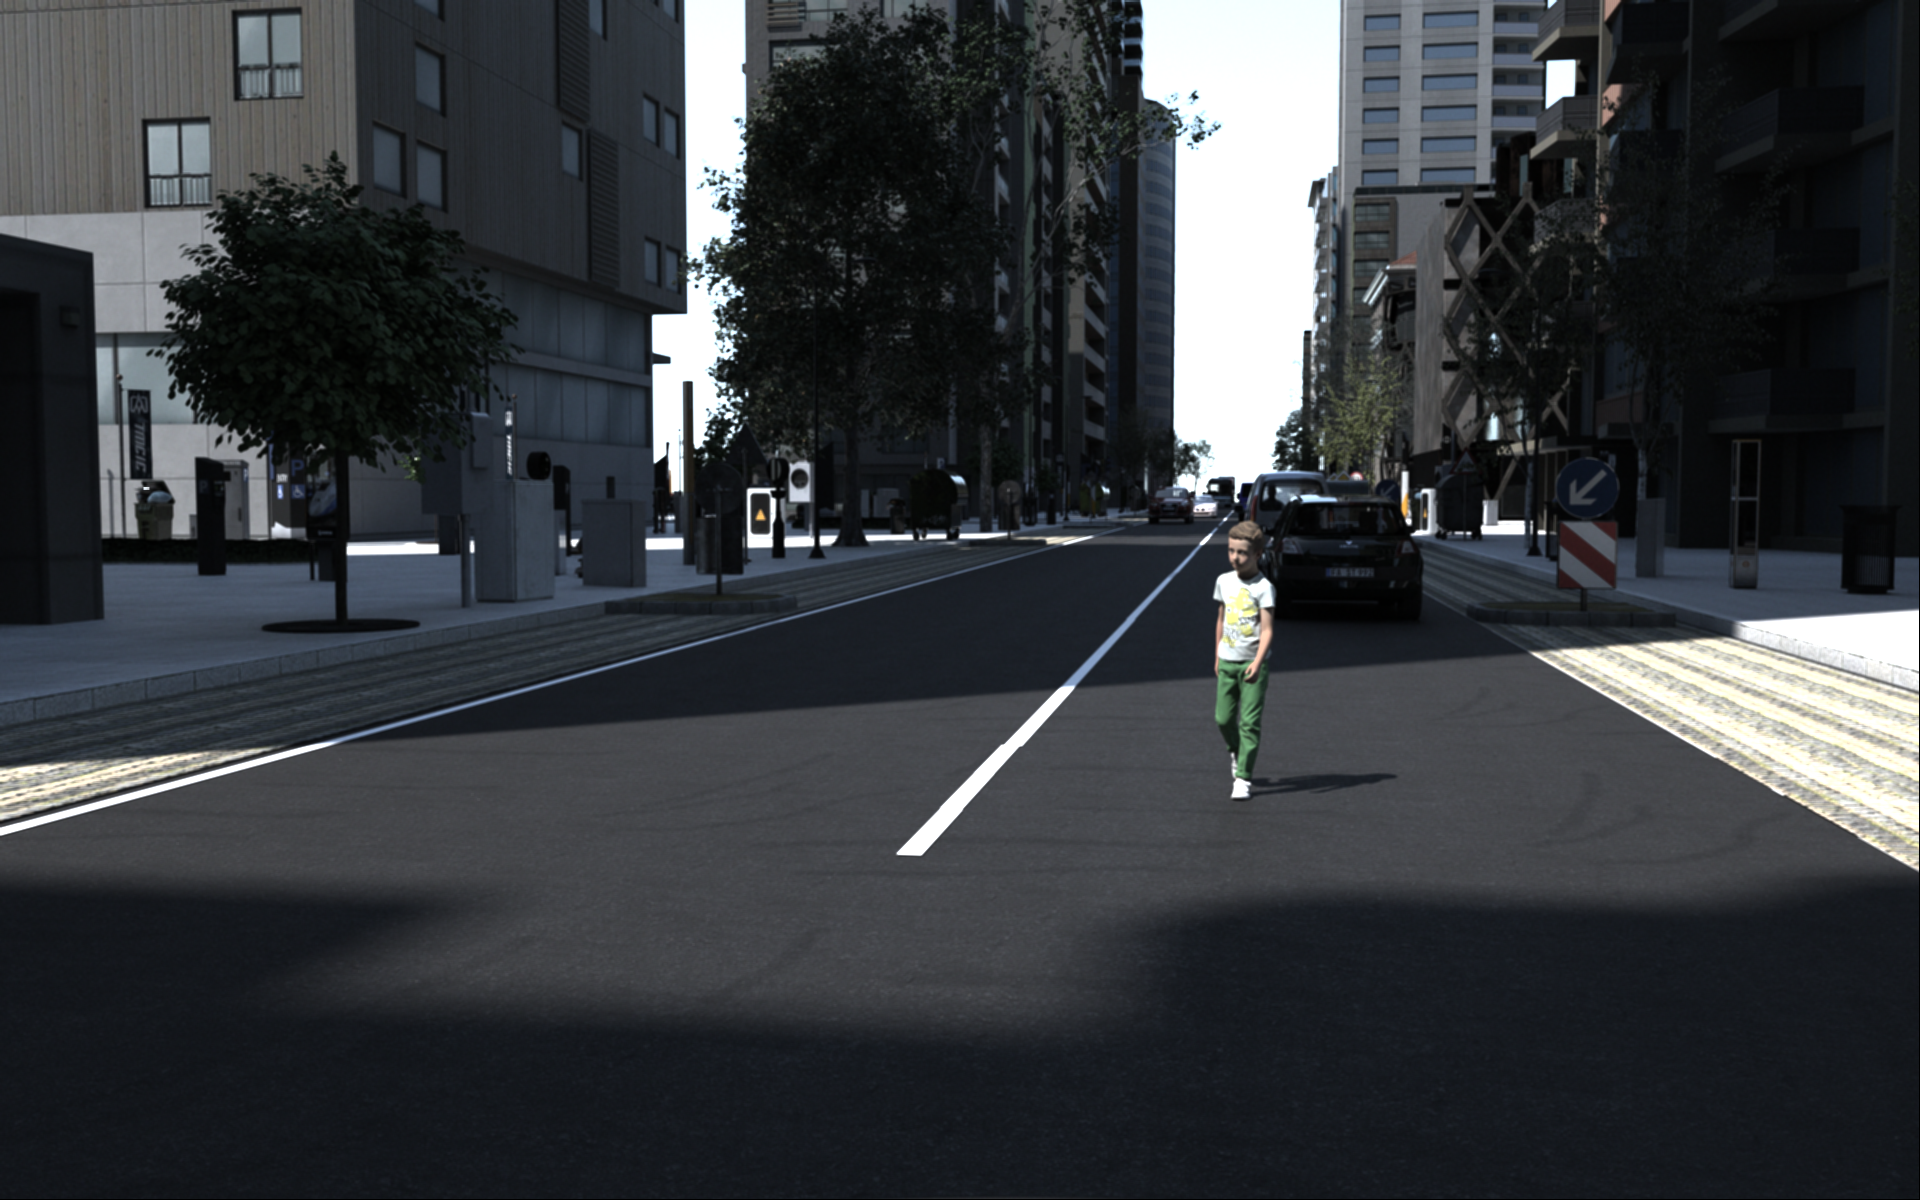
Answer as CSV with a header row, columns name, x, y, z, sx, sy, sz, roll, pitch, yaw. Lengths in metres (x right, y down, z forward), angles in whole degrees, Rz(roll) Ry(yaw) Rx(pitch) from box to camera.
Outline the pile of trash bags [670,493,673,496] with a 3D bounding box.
name,x,y,z,sx,sy,sz,roll,pitch,yaw
pile of trash bags,-24.311,-7.809,137.435,3.447,1.369,1.912,-2,4,-30

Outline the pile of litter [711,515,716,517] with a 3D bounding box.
name,x,y,z,sx,sy,sz,roll,pitch,yaw
pile of litter,-12.188,-4.638,89.796,1.719,0.858,1.176,2,4,24

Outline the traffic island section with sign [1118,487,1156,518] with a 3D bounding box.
name,x,y,z,sx,sy,sz,roll,pitch,yaw
traffic island section with sign,10.370,-5.712,102.025,1.989,1.847,2.006,1,4,9

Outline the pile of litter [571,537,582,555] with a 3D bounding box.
name,x,y,z,sx,sy,sz,roll,pitch,yaw
pile of litter,-7.902,-1.400,36.850,1.176,0.858,1.719,-3,4,-38

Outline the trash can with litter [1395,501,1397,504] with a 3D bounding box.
name,x,y,z,sx,sy,sz,roll,pitch,yaw
trash can with litter,23.281,-4.998,93.108,0.624,1.170,1.055,3,5,43

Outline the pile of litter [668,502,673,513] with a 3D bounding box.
name,x,y,z,sx,sy,sz,roll,pitch,yaw
pile of litter,-19.100,-6.144,114.415,1.176,0.858,1.719,-3,4,-38

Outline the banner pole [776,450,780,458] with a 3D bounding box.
name,x,y,z,sx,sy,sz,roll,pitch,yaw
banner pole,-7.347,-4.889,69.946,0.401,3.779,0.863,-1,4,-15

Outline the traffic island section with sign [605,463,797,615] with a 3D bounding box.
name,x,y,z,sx,sy,sz,roll,pitch,yaw
traffic island section with sign,-3.093,-0.779,21.364,1.989,1.847,2.006,1,4,9

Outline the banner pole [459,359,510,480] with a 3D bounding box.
name,x,y,z,sx,sy,sz,roll,pitch,yaw
banner pole,-8.176,-2.408,29.384,0.401,3.779,0.863,2,4,31

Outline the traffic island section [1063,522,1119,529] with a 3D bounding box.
name,x,y,z,sx,sy,sz,roll,pitch,yaw
traffic island section,5.455,-3.078,72.613,2.009,0.180,2.903,1,4,9

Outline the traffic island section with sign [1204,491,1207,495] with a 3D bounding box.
name,x,y,z,sx,sy,sz,roll,pitch,yaw
traffic island section with sign,41.175,-17.003,286.625,1.989,1.847,2.006,1,4,9

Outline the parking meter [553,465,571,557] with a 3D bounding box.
name,x,y,z,sx,sy,sz,roll,pitch,yaw
parking meter,-8.174,-1.826,35.568,0.255,1.863,0.399,0,4,7

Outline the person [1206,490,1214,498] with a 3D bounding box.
name,x,y,z,sx,sy,sz,roll,pitch,yaw
person,26.082,-10.592,181.642,0.705,1.831,1.348,-3,5,-45

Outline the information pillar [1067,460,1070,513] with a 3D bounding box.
name,x,y,z,sx,sy,sz,roll,pitch,yaw
information pillar,7.290,-7.693,117.131,0.183,3.616,0.504,-1,4,-16

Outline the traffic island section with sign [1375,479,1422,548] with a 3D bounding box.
name,x,y,z,sx,sy,sz,roll,pitch,yaw
traffic island section with sign,11.330,-2.322,46.587,1.989,1.847,2.006,1,4,9

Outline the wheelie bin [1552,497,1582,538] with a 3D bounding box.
name,x,y,z,sx,sy,sz,roll,pitch,yaw
wheelie bin,14.407,-2.007,40.726,0.980,1.594,0.693,2,4,25

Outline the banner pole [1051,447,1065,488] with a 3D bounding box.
name,x,y,z,sx,sy,sz,roll,pitch,yaw
banner pole,5.123,-6.211,91.559,0.863,3.779,0.401,0,4,-1

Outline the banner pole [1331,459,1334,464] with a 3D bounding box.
name,x,y,z,sx,sy,sz,roll,pitch,yaw
banner pole,26.470,-8.153,123.312,0.401,3.779,0.863,0,4,-1

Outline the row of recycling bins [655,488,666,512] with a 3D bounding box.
name,x,y,z,sx,sy,sz,roll,pitch,yaw
row of recycling bins,-20.053,-6.266,109.564,1.069,1.692,3.534,3,5,41

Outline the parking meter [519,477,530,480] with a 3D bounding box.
name,x,y,z,sx,sy,sz,roll,pitch,yaw
parking meter,-6.367,-1.064,25.801,0.372,1.533,0.369,0,3,0

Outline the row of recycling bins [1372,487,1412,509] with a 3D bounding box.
name,x,y,z,sx,sy,sz,roll,pitch,yaw
row of recycling bins,24.611,-5.709,100.459,3.534,1.692,1.069,-1,4,-13

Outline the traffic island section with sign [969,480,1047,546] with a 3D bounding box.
name,x,y,z,sx,sy,sz,roll,pitch,yaw
traffic island section with sign,1.372,-2.421,48.209,1.989,1.847,2.006,1,4,9

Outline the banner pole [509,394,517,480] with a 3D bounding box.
name,x,y,z,sx,sy,sz,roll,pitch,yaw
banner pole,-11.303,-3.284,43.707,0.401,3.779,0.863,-3,4,-37

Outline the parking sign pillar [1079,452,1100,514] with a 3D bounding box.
name,x,y,z,sx,sy,sz,roll,pitch,yaw
parking sign pillar,8.306,-7.454,110.338,1.447,3.967,1.447,1,4,9

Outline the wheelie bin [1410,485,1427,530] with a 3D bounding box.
name,x,y,z,sx,sy,sz,roll,pitch,yaw
wheelie bin,16.324,-3.266,61.311,0.693,1.594,0.980,-1,4,-8

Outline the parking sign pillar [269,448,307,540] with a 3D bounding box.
name,x,y,z,sx,sy,sz,roll,pitch,yaw
parking sign pillar,-16.548,-3.313,42.632,1.447,3.967,1.447,-3,5,-41

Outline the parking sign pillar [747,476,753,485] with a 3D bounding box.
name,x,y,z,sx,sy,sz,roll,pitch,yaw
parking sign pillar,-14.138,-8.072,120.441,1.447,3.967,1.447,-1,4,-22

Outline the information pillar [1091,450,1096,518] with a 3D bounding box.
name,x,y,z,sx,sy,sz,roll,pitch,yaw
information pillar,7.014,-6.110,91.261,0.183,3.616,0.504,-1,4,-17

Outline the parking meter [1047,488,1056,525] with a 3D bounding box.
name,x,y,z,sx,sy,sz,roll,pitch,yaw
parking meter,3.808,-3.901,72.186,0.372,1.533,0.369,0,3,0

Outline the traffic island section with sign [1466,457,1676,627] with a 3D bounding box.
name,x,y,z,sx,sy,sz,roll,pitch,yaw
traffic island section with sign,6.820,-0.669,19.571,1.989,1.847,2.006,1,4,9

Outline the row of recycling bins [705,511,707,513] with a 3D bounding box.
name,x,y,z,sx,sy,sz,roll,pitch,yaw
row of recycling bins,-15.310,-6.313,110.333,3.534,1.692,1.069,-3,5,-42

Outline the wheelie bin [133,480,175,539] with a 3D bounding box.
name,x,y,z,sx,sy,sz,roll,pitch,yaw
wheelie bin,-18.691,-1.976,40.209,0.980,1.594,0.693,1,4,18

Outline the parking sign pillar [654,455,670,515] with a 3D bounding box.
name,x,y,z,sx,sy,sz,roll,pitch,yaw
parking sign pillar,-20.205,-7.836,116.594,1.447,3.967,1.447,1,4,18

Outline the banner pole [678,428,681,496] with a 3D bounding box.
name,x,y,z,sx,sy,sz,roll,pitch,yaw
banner pole,-10.744,-4.670,66.377,0.401,3.779,0.863,-1,4,-12

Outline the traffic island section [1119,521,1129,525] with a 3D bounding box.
name,x,y,z,sx,sy,sz,roll,pitch,yaw
traffic island section,6.769,-3.560,80.490,2.009,0.180,2.903,1,4,9

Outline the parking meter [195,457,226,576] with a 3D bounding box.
name,x,y,z,sx,sy,sz,roll,pitch,yaw
parking meter,-11.836,-1.325,27.375,0.399,1.863,0.255,1,4,22

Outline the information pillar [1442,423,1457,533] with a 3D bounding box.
name,x,y,z,sx,sy,sz,roll,pitch,yaw
information pillar,15.997,-3.997,56.701,0.504,3.616,0.183,0,4,6

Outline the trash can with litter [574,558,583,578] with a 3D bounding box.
name,x,y,z,sx,sy,sz,roll,pitch,yaw
trash can with litter,-5.496,-0.947,26.876,0.624,1.170,1.055,1,4,20

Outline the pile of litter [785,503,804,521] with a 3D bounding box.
name,x,y,z,sx,sy,sz,roll,pitch,yaw
pile of litter,-7.904,-4.233,83.175,1.176,0.858,1.719,1,4,18

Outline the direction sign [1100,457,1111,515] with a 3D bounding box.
name,x,y,z,sx,sy,sz,roll,pitch,yaw
direction sign,8.803,-6.911,104.993,0.379,3.537,0.876,-3,4,-39

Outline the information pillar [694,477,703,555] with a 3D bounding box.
name,x,y,z,sx,sy,sz,roll,pitch,yaw
information pillar,-5.654,-1.975,36.788,0.304,2.012,0.304,-2,4,-26

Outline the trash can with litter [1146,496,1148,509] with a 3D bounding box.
name,x,y,z,sx,sy,sz,roll,pitch,yaw
trash can with litter,15.977,-8.392,148.602,0.624,1.170,1.055,0,4,-6

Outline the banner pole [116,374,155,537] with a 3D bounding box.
name,x,y,z,sx,sy,sz,roll,pitch,yaw
banner pole,-17.422,-2.843,36.498,0.401,3.779,0.863,3,5,42

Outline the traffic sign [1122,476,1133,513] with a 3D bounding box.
name,x,y,z,sx,sy,sz,roll,pitch,yaw
traffic sign,11.613,-7.324,119.855,0.768,2.556,0.104,1,4,12

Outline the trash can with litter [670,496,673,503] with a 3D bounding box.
name,x,y,z,sx,sy,sz,roll,pitch,yaw
trash can with litter,-20.183,-7.128,127.601,2.233,1.210,1.678,2,4,34

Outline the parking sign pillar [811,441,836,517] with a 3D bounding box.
name,x,y,z,sx,sy,sz,roll,pitch,yaw
parking sign pillar,-7.039,-6.092,88.070,1.447,3.967,1.447,0,4,8

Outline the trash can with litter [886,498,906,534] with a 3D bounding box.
name,x,y,z,sx,sy,sz,roll,pitch,yaw
trash can with litter,-2.028,-2.688,55.343,0.624,1.170,1.055,0,4,1

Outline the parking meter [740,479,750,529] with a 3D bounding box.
name,x,y,z,sx,sy,sz,roll,pitch,yaw
parking meter,-7.828,-3.513,63.154,0.399,1.863,0.255,-1,4,-10

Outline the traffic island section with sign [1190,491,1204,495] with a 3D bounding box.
name,x,y,z,sx,sy,sz,roll,pitch,yaw
traffic island section with sign,27.682,-12.058,205.780,1.989,1.847,2.006,1,4,9

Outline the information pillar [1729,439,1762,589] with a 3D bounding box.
name,x,y,z,sx,sy,sz,roll,pitch,yaw
information pillar,10.638,-1.161,23.475,0.304,2.012,0.304,1,4,12

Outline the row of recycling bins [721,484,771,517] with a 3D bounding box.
name,x,y,z,sx,sy,sz,roll,pitch,yaw
row of recycling bins,-8.675,-3.898,70.844,1.069,1.692,3.534,1,4,21

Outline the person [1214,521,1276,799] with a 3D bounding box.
name,x,y,z,sx,sy,sz,roll,pitch,yaw
person,1.367,0.271,8.325,0.306,1.304,0.590,1,4,16

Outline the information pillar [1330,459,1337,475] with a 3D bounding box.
name,x,y,z,sx,sy,sz,roll,pitch,yaw
information pillar,25.185,-7.680,116.923,0.504,3.616,0.183,3,5,44

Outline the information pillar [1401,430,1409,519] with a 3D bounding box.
name,x,y,z,sx,sy,sz,roll,pitch,yaw
information pillar,16.260,-4.399,63.275,0.183,3.616,0.504,0,4,-6

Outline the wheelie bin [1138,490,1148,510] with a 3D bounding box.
name,x,y,z,sx,sy,sz,roll,pitch,yaw
wheelie bin,14.561,-7.973,138.269,0.980,1.594,0.693,0,4,-3

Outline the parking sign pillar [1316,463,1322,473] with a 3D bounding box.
name,x,y,z,sx,sy,sz,roll,pitch,yaw
parking sign pillar,30.829,-9.812,148.903,1.447,3.967,1.447,1,4,11
